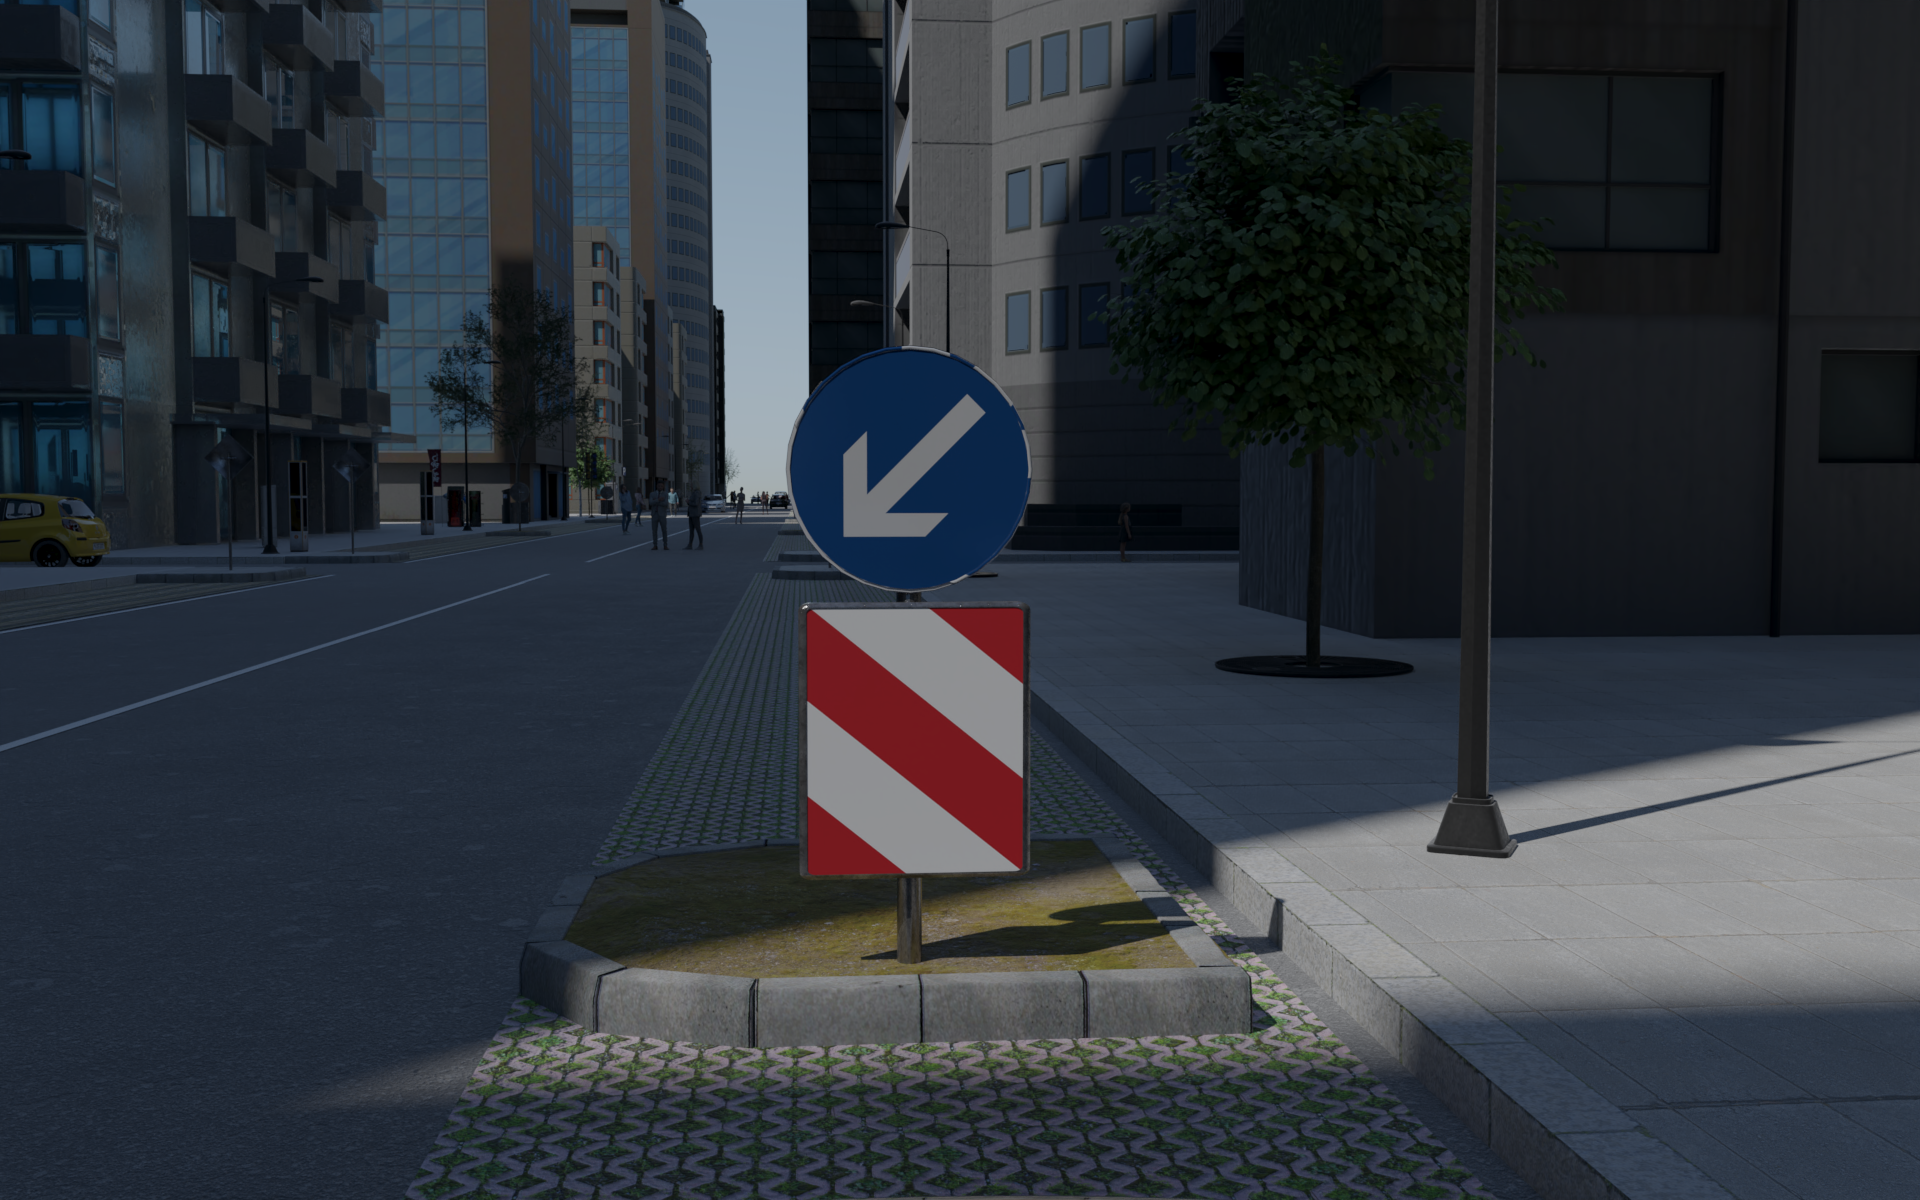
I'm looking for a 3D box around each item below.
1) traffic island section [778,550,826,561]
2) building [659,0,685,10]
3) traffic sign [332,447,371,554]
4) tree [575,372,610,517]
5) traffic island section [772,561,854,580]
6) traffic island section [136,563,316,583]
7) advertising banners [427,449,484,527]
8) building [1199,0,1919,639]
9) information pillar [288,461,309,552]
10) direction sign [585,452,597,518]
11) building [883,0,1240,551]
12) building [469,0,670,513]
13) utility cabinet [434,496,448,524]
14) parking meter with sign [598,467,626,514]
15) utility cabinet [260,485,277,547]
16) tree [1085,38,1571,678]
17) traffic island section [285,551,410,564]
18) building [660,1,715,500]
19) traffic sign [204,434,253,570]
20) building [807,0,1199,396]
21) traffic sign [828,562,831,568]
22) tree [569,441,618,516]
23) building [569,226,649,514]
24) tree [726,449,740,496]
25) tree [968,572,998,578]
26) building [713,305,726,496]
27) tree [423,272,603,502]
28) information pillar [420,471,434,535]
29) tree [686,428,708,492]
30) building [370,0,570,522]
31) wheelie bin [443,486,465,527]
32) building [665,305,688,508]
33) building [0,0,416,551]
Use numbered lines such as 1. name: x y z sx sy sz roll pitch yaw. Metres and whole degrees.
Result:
1. traffic island section: -2.967 -0.961 37.998 2.009 0.180 2.903 0 4 -5
2. building: -44.930 -56.436 235.398 22.319 86.520 31.000 0 4 -5
3. traffic sign: -12.994 -2.042 37.023 0.795 2.450 0.064 0 4 -5
4. tree: -21.751 -9.055 98.409 4.360 8.622 3.978 0 3 0
5. traffic island section: -2.236 -0.475 30.047 2.009 0.180 2.903 0 4 -5
6. traffic island section: -12.285 -0.419 29.131 2.009 0.180 2.903 0 4 -5
7. advertising banners: -19.576 -4.343 67.192 2.074 3.025 0.090 -1 4 -9
8. building: 10.030 -15.301 21.878 14.160 30.474 14.107 0 4 -5
9. information pillar: -14.644 -2.070 38.328 0.304 2.012 0.304 0 4 2
10. direction sign: -19.923 -6.215 93.608 0.379 3.537 0.876 2 4 29
11. building: 12.339 -30.924 47.603 28.212 58.520 21.231 0 4 -5
12. building: -32.400 -30.401 147.163 14.600 45.320 14.200 0 4 -5
13. utility cabinet: -22.687 -3.961 75.930 0.306 1.237 1.020 2 4 32
14. parking meter with sign: -22.446 -7.052 111.560 1.738 3.016 0.543 1 4 8
15. utility cabinet: -16.615 -2.014 41.601 0.318 1.500 1.173 -2 4 -24
16. tree: 2.627 -1.763 12.535 4.285 4.588 4.351 0 3 0
17. traffic island section: -13.016 -0.905 37.083 2.009 0.180 2.903 0 4 -5
18. building: -40.785 -40.670 206.958 21.231 58.520 28.212 0 4 -5
19. traffic sign: -12.263 -1.555 29.071 0.795 2.450 0.064 0 4 -5
20. building: 0.905 -18.217 69.544 14.160 30.474 14.107 0 4 -5
21. traffic sign: -2.259 -1.610 29.967 0.795 2.450 0.064 0 4 -5
22. tree: -22.192 -7.318 103.363 4.285 4.588 4.351 0 3 0
23. building: -37.887 -17.135 125.204 27.650 21.520 28.899 0 4 -5
24. tree: -36.525 -19.617 271.104 4.360 8.622 3.978 0 3 0
25. tree: 0.183 -1.980 26.980 1.663 3.219 1.824 0 3 0
26. building: -42.590 -29.861 259.930 14.160 30.474 14.107 0 4 -5
27. tree: -19.108 -8.529 73.867 8.767 10.594 7.601 1 4 12
28. information pillar: -16.734 -3.050 54.367 0.304 2.012 0.304 3 4 38
29. tree: -29.436 -14.468 186.906 4.360 8.622 3.978 0 3 0
30. building: -26.766 -26.529 83.862 14.600 45.320 14.200 0 4 -5
31. wheelie bin: -19.831 -3.681 68.093 0.980 1.594 0.693 0 4 -7
32. building: -41.440 -19.793 168.661 27.650 21.520 28.899 0 4 -5
33. building: -29.817 -26.263 49.003 23.786 49.044 30.456 0 4 -5
